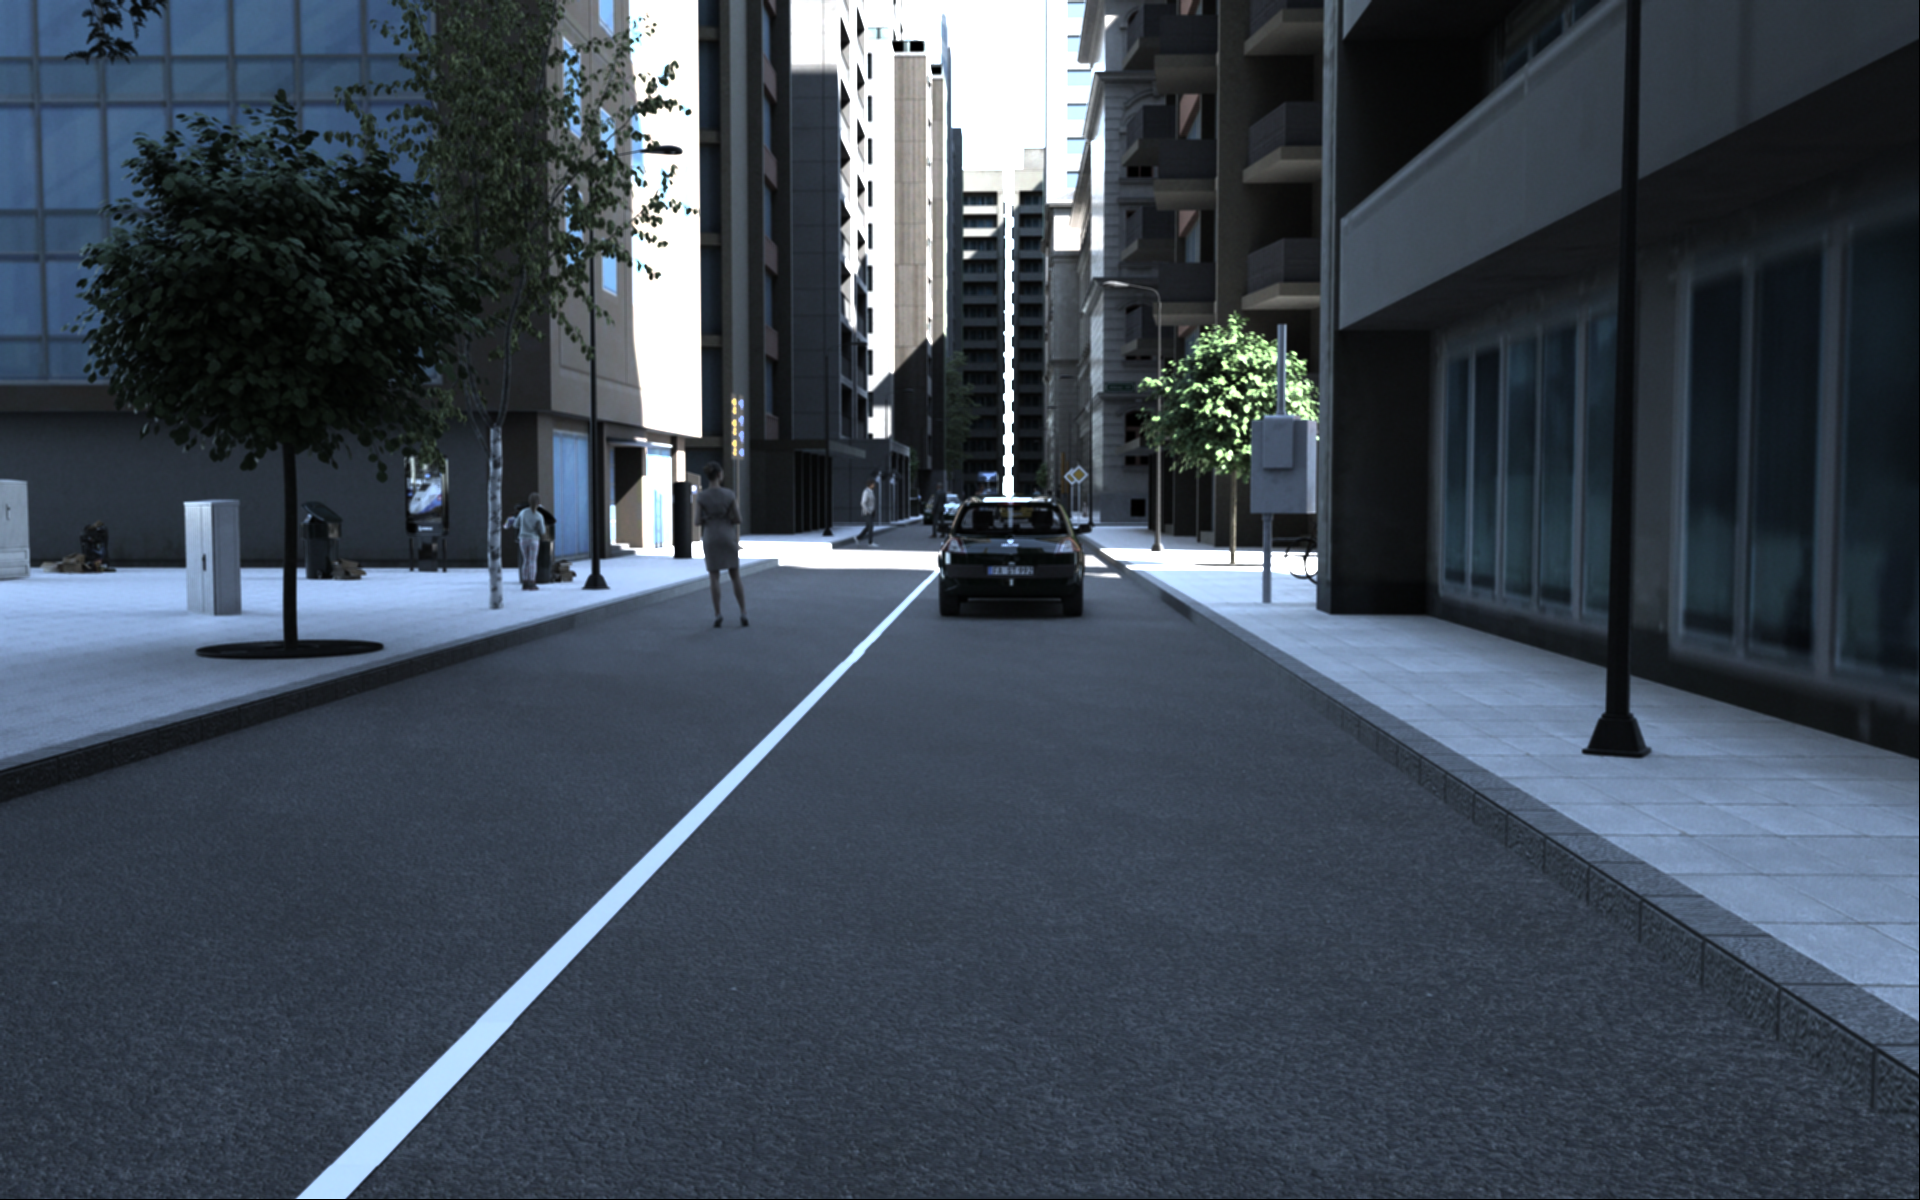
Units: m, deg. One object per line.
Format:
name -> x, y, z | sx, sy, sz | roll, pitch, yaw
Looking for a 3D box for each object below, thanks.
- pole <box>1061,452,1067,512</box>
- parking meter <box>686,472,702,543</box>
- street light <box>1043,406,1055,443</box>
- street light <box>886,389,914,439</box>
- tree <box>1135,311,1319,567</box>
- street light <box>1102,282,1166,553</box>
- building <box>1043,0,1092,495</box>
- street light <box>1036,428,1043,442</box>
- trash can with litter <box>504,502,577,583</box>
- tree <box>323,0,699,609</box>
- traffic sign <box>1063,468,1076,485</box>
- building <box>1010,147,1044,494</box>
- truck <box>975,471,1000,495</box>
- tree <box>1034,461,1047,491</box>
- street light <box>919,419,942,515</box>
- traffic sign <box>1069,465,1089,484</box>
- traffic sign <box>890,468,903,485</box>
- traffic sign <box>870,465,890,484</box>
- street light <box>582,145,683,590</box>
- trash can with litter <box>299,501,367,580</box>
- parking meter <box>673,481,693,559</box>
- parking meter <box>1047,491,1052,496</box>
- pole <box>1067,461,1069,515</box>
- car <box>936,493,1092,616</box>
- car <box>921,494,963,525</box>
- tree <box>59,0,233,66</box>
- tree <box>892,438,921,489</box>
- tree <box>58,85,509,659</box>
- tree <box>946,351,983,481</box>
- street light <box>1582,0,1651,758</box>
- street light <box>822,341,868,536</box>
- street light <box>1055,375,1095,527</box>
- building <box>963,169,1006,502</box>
pole -> 5.037, -5.573, 84.958 | 0.158, 3.312, 0.155 | 0, 3, 0
parking meter -> -7.035, -2.454, 45.831 | 0.399, 1.863, 0.255 | 0, 4, 0
street light -> 5.272, -7.278, 91.541 | 1.470, 5.913, 1.316 | 0, 4, 2
street light -> -2.736, -6.391, 77.031 | 1.470, 5.913, 1.316 | 0, 4, 2
tree -> 4.945, -2.880, 30.802 | 4.285, 4.588, 4.351 | 0, 3, 0
street light -> 3.814, -4.005, 38.030 | 1.470, 5.913, 1.316 | 0, 4, 2
building -> 20.522, -40.112, 197.829 | 21.231, 58.520, 28.212 | 0, 4, 2
street light -> 6.278, -9.126, 121.750 | 1.470, 5.913, 1.316 | 0, 4, 2
trash can with litter -> -6.066, -0.839, 25.110 | 0.624, 1.170, 1.055 | 1, 4, 21
tree -> -5.136, -4.220, 19.367 | 4.737, 8.622, 4.395 | 0, 3, 0
traffic sign -> 4.953, -4.531, 76.266 | 0.795, 2.593, 0.064 | 0, 4, 2
building -> 17.961, -37.965, 244.433 | 21.600, 48.544, 21.300 | 0, 4, 2
truck -> 3.476, -13.545, 211.211 | 2.967, 4.110, 18.799 | 0, 4, 2
tree -> 8.263, -10.418, 154.049 | 4.285, 4.588, 4.351 | 0, 3, 0
street light -> -1.826, -8.276, 107.846 | 1.470, 5.913, 1.316 | 0, 4, 2
traffic sign -> 4.707, -4.042, 68.284 | 0.795, 2.593, 0.064 | 0, 4, 2
traffic sign -> -2.937, -4.547, 76.528 | 0.795, 2.593, 0.064 | 0, 4, 2
traffic sign -> -3.183, -4.059, 68.547 | 0.795, 2.593, 0.064 | 0, 4, 2
street light -> -4.383, -3.099, 23.215 | 1.470, 5.913, 1.316 | 0, 4, 2
trash can with litter -> -9.439, -0.904, 26.169 | 1.055, 1.170, 0.624 | 2, 4, 24
parking meter -> -5.532, -1.599, 34.557 | 0.372, 1.533, 0.369 | 0, 3, 0
parking meter -> 6.520, -7.197, 126.087 | 0.372, 1.533, 0.369 | 0, 3, 0
pole -> 6.699, -6.934, 107.220 | 0.158, 3.312, 0.155 | 0, 3, 0
car -> 0.667, -0.732, 21.757 | 2.009, 1.686, 4.222 | 0, 4, 3
car -> -0.734, -4.321, 82.443 | 2.131, 1.459, 4.920 | 0, 4, 3
tree -> -5.355, -4.345, 5.448 | 7.601, 10.594, 8.767 | 0, 4, 5
tree -> -3.892, -7.189, 101.255 | 4.285, 4.588, 4.351 | 0, 3, 0
tree -> -5.422, -1.850, 13.965 | 4.285, 4.588, 4.351 | 0, 3, 0
tree -> -2.260, -12.538, 123.118 | 7.486, 12.596, 7.792 | 0, 3, 0
street light -> 2.718, -2.196, 8.438 | 1.470, 5.913, 1.316 | 0, 4, 2
street light -> -3.509, -4.910, 52.813 | 1.470, 5.913, 1.316 | 0, 4, 2
street light -> 4.595, -5.831, 67.875 | 1.470, 5.913, 1.316 | 0, 4, 2
building -> -4.272, -38.032, 245.523 | 21.600, 48.544, 21.300 | 0, 4, 2
